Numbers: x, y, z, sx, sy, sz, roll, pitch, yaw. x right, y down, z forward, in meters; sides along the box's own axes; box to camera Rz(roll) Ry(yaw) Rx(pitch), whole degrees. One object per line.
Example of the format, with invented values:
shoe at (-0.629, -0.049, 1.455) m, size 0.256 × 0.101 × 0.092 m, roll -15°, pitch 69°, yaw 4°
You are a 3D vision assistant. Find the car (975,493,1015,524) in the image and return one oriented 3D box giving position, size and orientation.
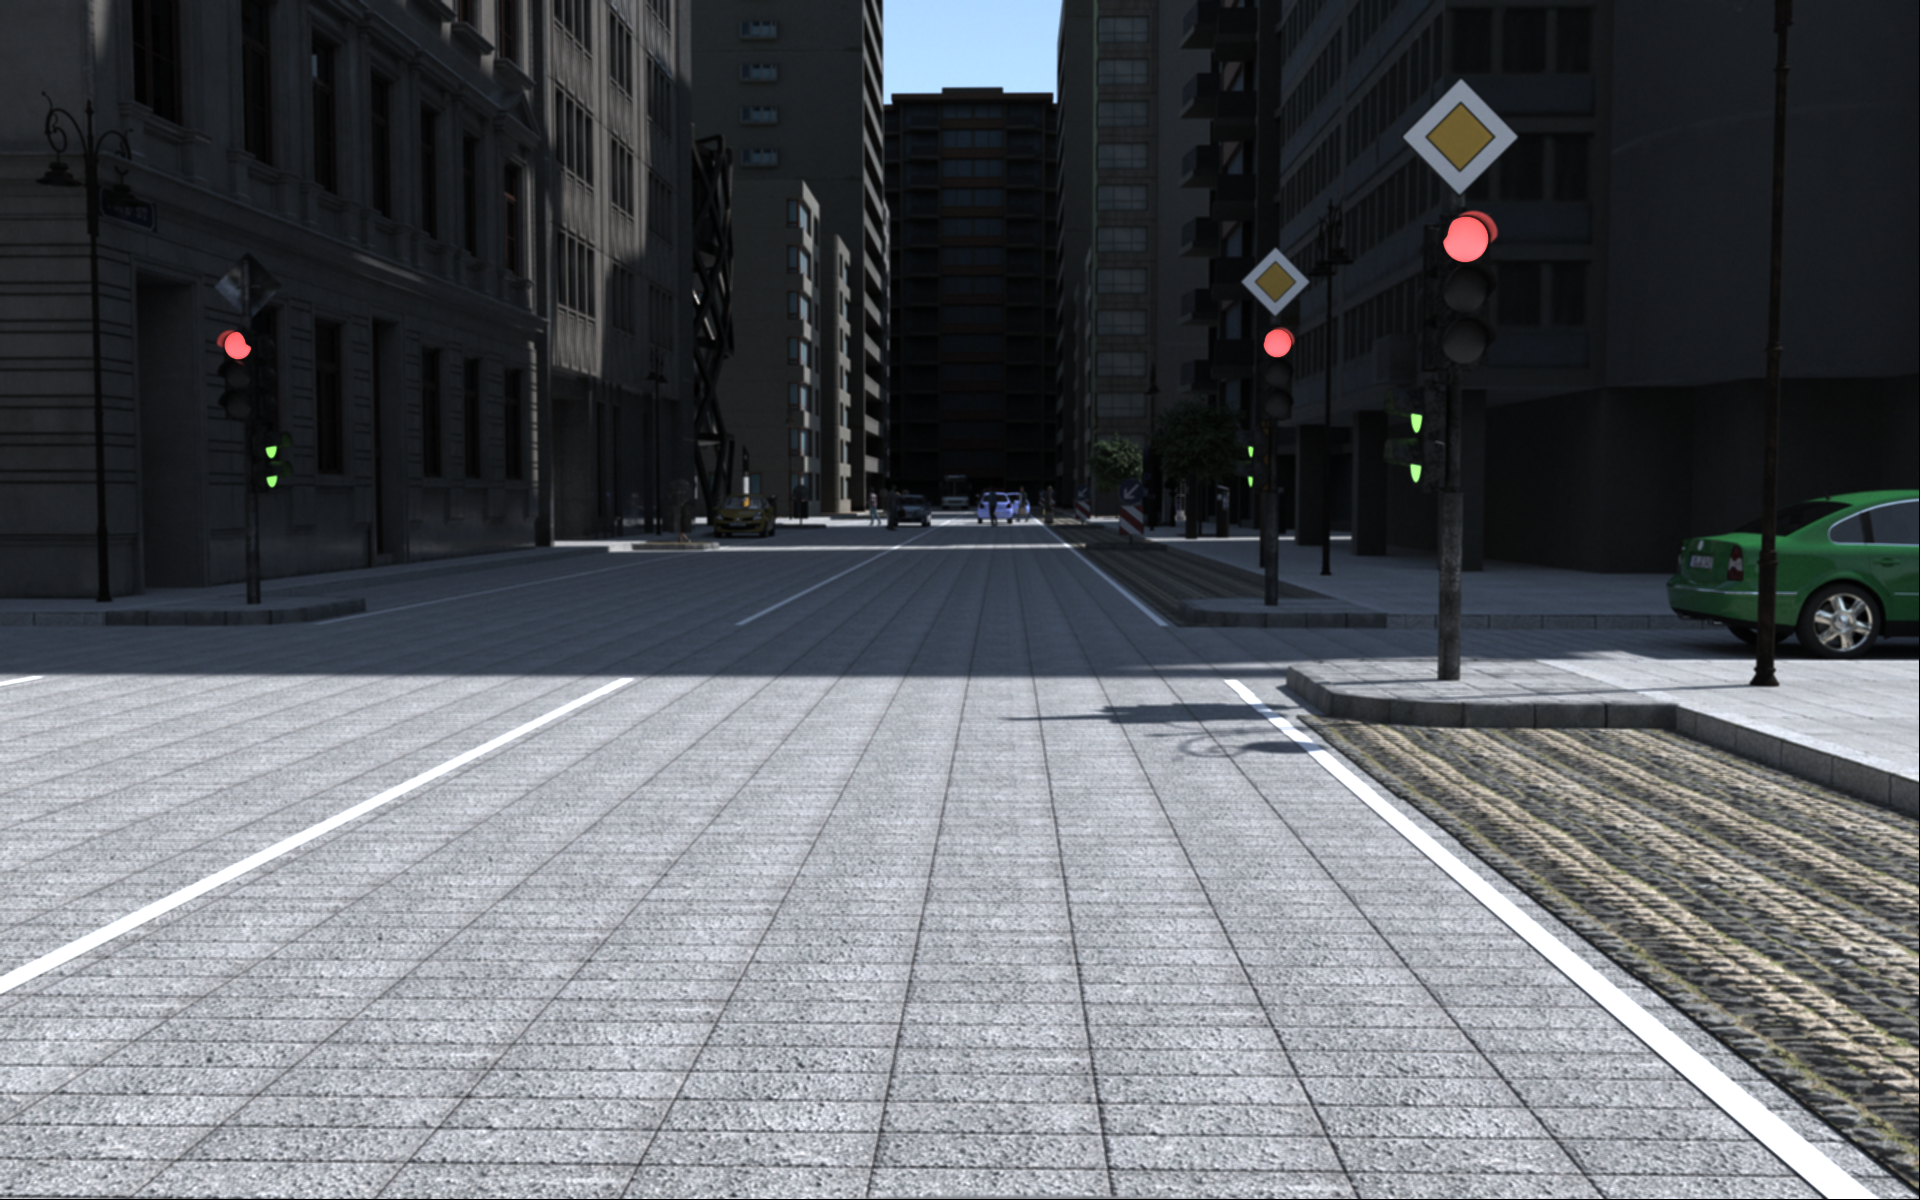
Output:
car at (1.702, -4.580, 84.467) m, size 1.945 × 1.707 × 3.694 m, roll 0°, pitch 4°, yaw 0°

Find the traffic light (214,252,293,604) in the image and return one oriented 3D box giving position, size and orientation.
traffic light at (-8.240, -1.909, 20.132) m, size 0.839 × 4.253 × 0.868 m, roll 0°, pitch 4°, yaw 1°

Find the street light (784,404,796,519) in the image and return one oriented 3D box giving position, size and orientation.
street light at (-8.578, -7.019, 87.551) m, size 0.468 × 5.910 × 1.993 m, roll 0°, pitch 4°, yaw 1°

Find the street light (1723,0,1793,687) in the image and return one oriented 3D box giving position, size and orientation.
street light at (5.399, -2.364, 11.445) m, size 0.468 × 5.910 × 1.993 m, roll 0°, pitch 4°, yaw 1°

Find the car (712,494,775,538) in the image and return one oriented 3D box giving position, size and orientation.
car at (-7.179, -2.909, 57.793) m, size 2.015 × 1.641 × 3.980 m, roll 0°, pitch 3°, yaw 0°

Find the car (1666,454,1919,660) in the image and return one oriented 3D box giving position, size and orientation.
car at (8.959, -0.420, 15.657) m, size 4.718 × 1.807 × 1.959 m, roll 0°, pitch 4°, yaw 2°

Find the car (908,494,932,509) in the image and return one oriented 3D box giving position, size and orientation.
car at (-2.689, -5.832, 105.139) m, size 2.009 × 1.686 × 4.222 m, roll 0°, pitch 4°, yaw 1°

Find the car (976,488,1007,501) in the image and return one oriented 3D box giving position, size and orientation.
car at (2.161, -6.273, 111.233) m, size 2.281 × 1.827 × 5.304 m, roll 0°, pitch 4°, yaw 0°

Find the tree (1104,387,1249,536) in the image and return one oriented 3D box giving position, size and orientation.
tree at (7.311, -4.247, 53.154) m, size 4.285 × 4.588 × 4.351 m, roll 0°, pitch 3°, yaw 0°

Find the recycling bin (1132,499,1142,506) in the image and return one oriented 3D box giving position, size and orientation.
recycling bin at (8.325, -4.168, 80.703) m, size 0.722 × 1.027 × 0.722 m, roll 0°, pitch 4°, yaw 6°

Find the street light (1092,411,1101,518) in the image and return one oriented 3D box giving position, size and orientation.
street light at (7.456, -7.448, 94.564) m, size 0.468 × 5.910 × 1.993 m, roll 0°, pitch 4°, yaw 1°

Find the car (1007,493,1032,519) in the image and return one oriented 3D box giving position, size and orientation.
car at (3.229, -5.600, 101.150) m, size 1.945 × 1.707 × 3.694 m, roll 0°, pitch 4°, yaw 3°

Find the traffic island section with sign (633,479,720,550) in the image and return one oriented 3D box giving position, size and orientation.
traffic island section with sign at (-7.320, -2.225, 45.000) m, size 1.989 × 1.847 × 2.006 m, roll 0°, pitch 4°, yaw 1°

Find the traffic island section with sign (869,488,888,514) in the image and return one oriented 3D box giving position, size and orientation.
traffic island section with sign at (-5.319, -6.933, 121.985) m, size 1.989 × 1.847 × 2.006 m, roll 0°, pitch 4°, yaw 1°

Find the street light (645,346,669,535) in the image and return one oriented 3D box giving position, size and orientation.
street light at (-9.447, -4.975, 54.121) m, size 0.468 × 5.910 × 1.993 m, roll 0°, pitch 4°, yaw 1°

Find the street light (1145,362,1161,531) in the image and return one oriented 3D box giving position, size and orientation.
street light at (6.742, -5.376, 60.688) m, size 0.468 × 5.910 × 1.993 m, roll 0°, pitch 4°, yaw 1°

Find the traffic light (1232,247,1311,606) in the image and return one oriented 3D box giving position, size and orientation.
traffic light at (3.567, -1.891, 19.844) m, size 0.839 × 4.253 × 0.868 m, roll 0°, pitch 4°, yaw 1°

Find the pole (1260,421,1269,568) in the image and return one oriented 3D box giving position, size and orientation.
pole at (5.325, -2.215, 30.055) m, size 0.158 × 3.312 × 0.155 m, roll 0°, pitch 3°, yaw 0°

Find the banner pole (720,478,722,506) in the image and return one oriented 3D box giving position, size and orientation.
banner pole at (-12.377, -6.098, 89.723) m, size 0.401 × 3.779 × 0.863 m, roll -1°, pitch 4°, yaw -10°

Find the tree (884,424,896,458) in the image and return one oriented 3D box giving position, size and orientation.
tree at (-7.927, -12.526, 155.160) m, size 4.360 × 8.622 × 3.978 m, roll 0°, pitch 3°, yaw 0°

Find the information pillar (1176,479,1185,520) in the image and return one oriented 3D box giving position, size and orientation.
information pillar at (10.962, -4.992, 86.108) m, size 0.304 × 2.012 × 0.304 m, roll 3°, pitch 5°, yaw 44°

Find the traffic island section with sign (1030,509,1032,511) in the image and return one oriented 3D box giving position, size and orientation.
traffic island section with sign at (6.949, -8.562, 148.623) m, size 1.989 × 1.847 × 2.006 m, roll 0°, pitch 4°, yaw 1°

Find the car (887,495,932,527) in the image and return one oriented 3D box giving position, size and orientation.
car at (-2.237, -3.987, 77.187) m, size 2.014 × 1.417 × 4.499 m, roll 0°, pitch 4°, yaw 2°

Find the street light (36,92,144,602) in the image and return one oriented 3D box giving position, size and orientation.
street light at (-10.208, -2.917, 20.482) m, size 0.468 × 5.910 × 1.993 m, roll 0°, pitch 4°, yaw 1°

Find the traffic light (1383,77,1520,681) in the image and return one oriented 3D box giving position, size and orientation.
traffic light at (3.361, -1.403, 11.861) m, size 0.839 × 4.253 × 0.868 m, roll 0°, pitch 4°, yaw 1°

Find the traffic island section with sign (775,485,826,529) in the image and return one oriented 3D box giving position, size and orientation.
traffic island section with sign at (-6.609, -3.884, 72.139) m, size 1.989 × 1.847 × 2.006 m, roll 0°, pitch 4°, yaw 1°

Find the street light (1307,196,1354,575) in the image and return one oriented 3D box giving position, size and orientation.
street light at (5.796, -3.332, 27.260) m, size 0.468 × 5.910 × 1.993 m, roll 0°, pitch 4°, yaw 1°

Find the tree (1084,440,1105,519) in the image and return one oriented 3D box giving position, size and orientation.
tree at (8.134, -6.496, 89.928) m, size 4.285 × 4.588 × 4.351 m, roll 0°, pitch 3°, yaw 0°

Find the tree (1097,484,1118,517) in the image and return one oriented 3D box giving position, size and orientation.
tree at (8.307, -6.363, 98.640) m, size 1.663 × 3.219 × 1.824 m, roll 0°, pitch 3°, yaw 0°

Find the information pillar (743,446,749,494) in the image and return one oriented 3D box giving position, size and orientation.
information pillar at (-10.374, -5.659, 83.884) m, size 0.183 × 3.616 × 0.504 m, roll 1°, pitch 4°, yaw 19°

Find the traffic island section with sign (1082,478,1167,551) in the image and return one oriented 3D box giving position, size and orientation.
traffic island section with sign at (4.241, -2.197, 44.547) m, size 1.989 × 1.847 × 2.006 m, roll 0°, pitch 4°, yaw 1°

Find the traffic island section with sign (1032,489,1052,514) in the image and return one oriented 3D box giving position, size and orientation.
traffic island section with sign at (6.243, -6.914, 121.677) m, size 1.989 × 1.847 × 2.006 m, roll 0°, pitch 4°, yaw 1°

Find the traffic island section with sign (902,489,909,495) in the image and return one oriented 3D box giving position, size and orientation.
traffic island section with sign at (-4.631, -8.581, 148.931) m, size 1.989 × 1.847 × 2.006 m, roll 0°, pitch 4°, yaw 1°

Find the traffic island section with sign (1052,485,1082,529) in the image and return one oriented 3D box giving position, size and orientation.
traffic island section with sign at (4.960, -3.878, 72.032) m, size 1.989 × 1.847 × 2.006 m, roll 0°, pitch 4°, yaw 1°
